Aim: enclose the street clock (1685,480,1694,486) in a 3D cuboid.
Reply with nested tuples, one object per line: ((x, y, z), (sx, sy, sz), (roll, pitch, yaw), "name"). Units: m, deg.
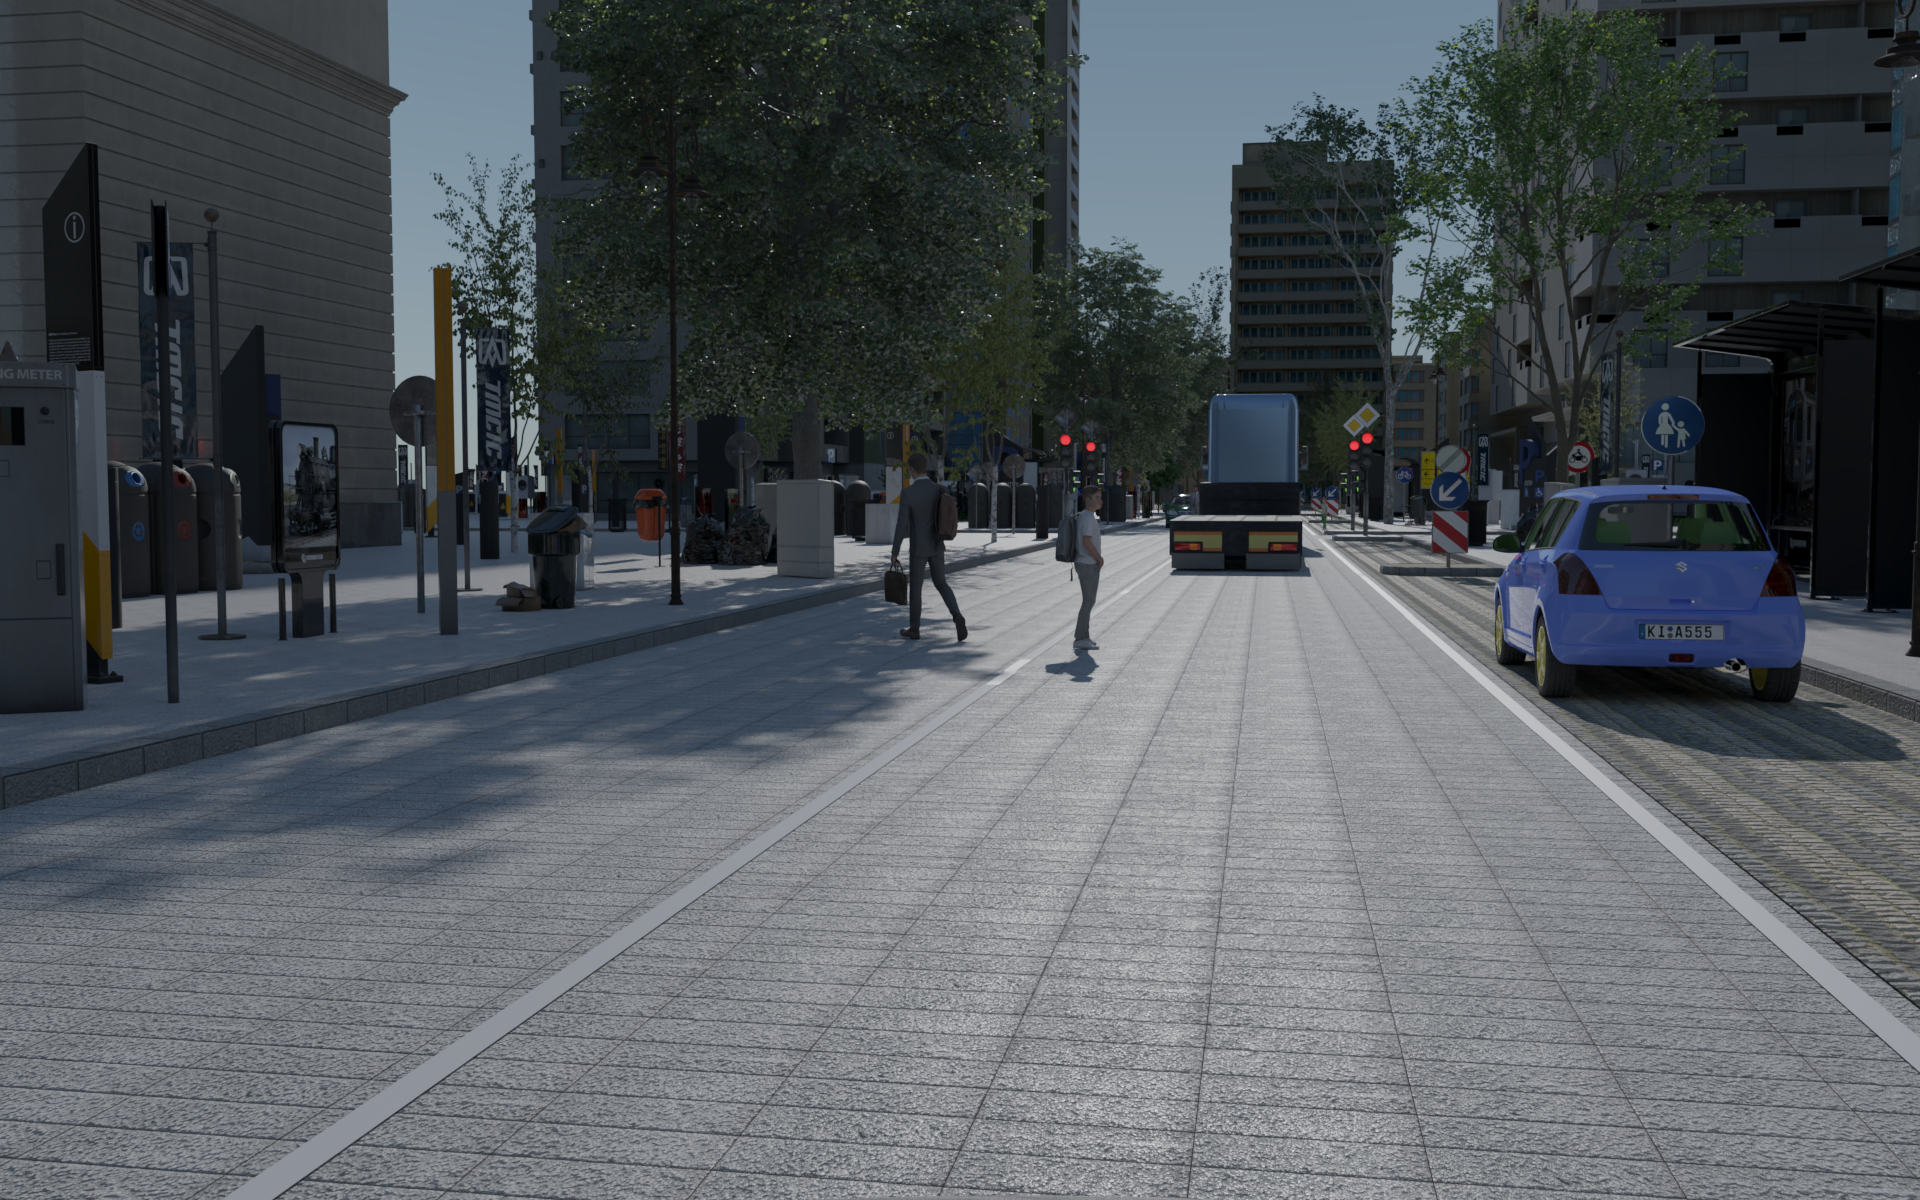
((37.959, -5.232, 90.111), (0.358, 2.002, 0.471), (-2, 4, -31), "street clock")

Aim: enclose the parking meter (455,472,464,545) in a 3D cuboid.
((-12.603, -2.321, 43.663), (0.399, 1.863, 0.255), (0, 4, -4), "parking meter")

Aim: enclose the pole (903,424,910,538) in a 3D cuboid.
((-1.570, -3.472, 50.603), (0.158, 3.312, 0.155), (0, 3, 0), "pole")

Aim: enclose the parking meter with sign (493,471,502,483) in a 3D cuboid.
((-27.769, -6.510, 102.699), (0.543, 3.016, 1.738), (1, 4, 9), "parking meter with sign")

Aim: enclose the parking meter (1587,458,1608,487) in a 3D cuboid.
((10.393, -1.380, 28.268), (0.255, 1.863, 0.399), (1, 4, 9), "parking meter")

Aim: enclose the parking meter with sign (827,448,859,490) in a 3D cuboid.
((-4.253, -4.313, 66.781), (1.738, 3.016, 0.543), (-3, 5, -39), "parking meter with sign")

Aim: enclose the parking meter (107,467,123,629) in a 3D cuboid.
((-8.210, -0.495, 16.508), (0.372, 1.533, 0.369), (0, 3, 0), "parking meter")

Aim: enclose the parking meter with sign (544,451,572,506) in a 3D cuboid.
((-16.035, -4.531, 70.339), (0.543, 3.016, 1.738), (2, 4, 33), "parking meter with sign")

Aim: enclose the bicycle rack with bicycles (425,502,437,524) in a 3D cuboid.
((-23.118, -3.742, 74.568), (2.852, 0.926, 2.925), (0, 4, 3), "bicycle rack with bicycles")

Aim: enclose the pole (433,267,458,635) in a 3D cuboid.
((-4.678, -1.340, 15.749), (0.158, 3.312, 0.155), (0, 3, 0), "pole")

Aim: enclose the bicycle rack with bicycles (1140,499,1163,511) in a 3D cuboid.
((14.087, -6.899, 126.175), (2.852, 0.926, 2.925), (2, 4, 29), "bicycle rack with bicycles")

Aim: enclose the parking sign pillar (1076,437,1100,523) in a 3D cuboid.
((5.549, -5.433, 77.294), (1.447, 3.967, 1.447), (2, 4, 28), "parking sign pillar")

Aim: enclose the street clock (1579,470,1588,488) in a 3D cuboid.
((15.111, -2.296, 42.105), (0.358, 2.002, 0.471), (1, 4, 15), "street clock")

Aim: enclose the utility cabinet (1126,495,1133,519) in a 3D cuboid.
((8.353, -4.737, 88.609), (1.020, 1.237, 0.306), (3, 5, 42), "utility cabinet")

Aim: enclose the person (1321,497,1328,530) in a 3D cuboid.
((14.528, -3.440, 69.000), (0.306, 1.304, 0.590), (2, 4, 31), "person")

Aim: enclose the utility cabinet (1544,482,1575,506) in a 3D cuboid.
((11.283, -1.463, 32.597), (0.318, 1.500, 1.173), (2, 4, 32), "utility cabinet")

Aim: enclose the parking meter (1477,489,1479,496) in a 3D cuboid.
((33.371, -6.435, 110.930), (0.399, 1.863, 0.255), (-1, 4, -11), "parking meter")

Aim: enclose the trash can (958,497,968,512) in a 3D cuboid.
((0.182, -4.695, 88.421), (0.748, 1.137, 0.748), (0, 3, 0), "trash can")

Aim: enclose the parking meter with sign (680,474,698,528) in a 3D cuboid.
((-9.819, -4.283, 66.286), (1.738, 3.016, 0.543), (-2, 4, -25), "parking meter with sign")

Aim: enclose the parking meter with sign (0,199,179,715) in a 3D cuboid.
((-5.589, -0.854, 10.221), (1.738, 3.016, 0.543), (-1, 4, -23), "parking meter with sign")

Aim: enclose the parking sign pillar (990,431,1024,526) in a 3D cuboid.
((1.904, -4.983, 69.947), (1.447, 3.967, 1.447), (1, 4, 12), "parking sign pillar")

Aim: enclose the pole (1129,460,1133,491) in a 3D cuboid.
((9.924, -6.524, 100.517), (0.158, 3.312, 0.155), (0, 3, 0), "pole")

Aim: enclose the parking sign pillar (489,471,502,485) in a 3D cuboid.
((-34.177, -8.466, 126.893), (1.447, 3.967, 1.447), (2, 4, 34), "parking sign pillar")

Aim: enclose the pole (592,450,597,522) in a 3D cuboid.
((-16.814, -5.248, 79.655), (0.158, 3.312, 0.155), (0, 3, 0), "pole")

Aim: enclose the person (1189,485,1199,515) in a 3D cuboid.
((9.652, -3.793, 70.791), (0.678, 1.792, 0.850), (2, 4, 26), "person")

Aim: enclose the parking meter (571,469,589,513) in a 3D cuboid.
((-9.002, -2.163, 41.075), (0.255, 1.863, 0.399), (2, 4, 25), "parking meter")

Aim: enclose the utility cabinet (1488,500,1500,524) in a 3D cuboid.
((22.723, -3.855, 74.188), (1.020, 1.237, 0.306), (-3, 5, -43), "utility cabinet")

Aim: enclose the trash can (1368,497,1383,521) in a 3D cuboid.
((21.956, -4.873, 91.319), (0.748, 1.137, 0.748), (0, 3, 0), "trash can")

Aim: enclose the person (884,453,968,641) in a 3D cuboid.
((-0.331, -0.517, 16.910), (0.622, 1.834, 0.822), (-3, 4, -38), "person")

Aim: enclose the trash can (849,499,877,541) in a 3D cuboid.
((-2.658, -2.188, 47.426), (0.748, 1.137, 0.748), (0, 3, 0), "trash can")

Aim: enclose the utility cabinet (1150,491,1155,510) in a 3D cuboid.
((14.890, -7.697, 134.528), (0.318, 1.500, 1.173), (1, 4, 12), "utility cabinet")

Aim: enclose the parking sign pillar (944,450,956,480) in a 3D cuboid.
((-0.574, -6.874, 100.855), (1.447, 3.967, 1.447), (1, 4, 12), "parking sign pillar")

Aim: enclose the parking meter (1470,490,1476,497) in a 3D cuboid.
((35.454, -6.812, 119.784), (0.372, 1.533, 0.369), (0, 3, 0), "parking meter")

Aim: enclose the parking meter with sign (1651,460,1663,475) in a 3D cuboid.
((35.428, -5.662, 88.831), (0.543, 3.016, 1.738), (0, 4, 2), "parking meter with sign")

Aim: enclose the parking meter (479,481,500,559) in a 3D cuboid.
((-9.275, -1.573, 34.122), (0.372, 1.533, 0.369), (0, 3, 0), "parking meter")

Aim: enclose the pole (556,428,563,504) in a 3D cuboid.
((-12.426, -3.665, 53.769), (0.158, 3.312, 0.155), (0, 3, 0), "pole")

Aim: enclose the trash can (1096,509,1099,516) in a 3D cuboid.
((8.112, -5.392, 99.810), (0.748, 1.137, 0.748), (0, 3, 0), "trash can")

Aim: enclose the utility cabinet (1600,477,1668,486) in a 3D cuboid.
((9.166, -0.910, 23.558), (1.173, 1.500, 0.318), (-2, 4, -35), "utility cabinet")

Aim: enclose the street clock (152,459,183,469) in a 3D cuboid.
((-13.667, -1.550, 29.911), (0.471, 2.002, 0.358), (1, 4, 19), "street clock")

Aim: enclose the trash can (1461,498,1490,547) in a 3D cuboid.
((12.610, -1.886, 42.482), (0.748, 1.137, 0.748), (0, 3, 0), "trash can")

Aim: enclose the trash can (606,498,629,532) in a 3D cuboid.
((-11.494, -2.841, 58.103), (0.748, 1.137, 0.748), (0, 3, 0), "trash can")

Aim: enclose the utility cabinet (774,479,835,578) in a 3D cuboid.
((-2.371, -1.098, 26.636), (0.318, 1.500, 1.173), (-3, 4, -38), "utility cabinet")

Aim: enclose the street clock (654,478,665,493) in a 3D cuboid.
((-13.813, -4.592, 79.655), (0.471, 2.002, 0.358), (1, 4, 23), "street clock")

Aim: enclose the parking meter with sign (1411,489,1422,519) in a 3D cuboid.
((24.093, -5.673, 89.011), (1.738, 3.016, 0.543), (2, 4, 33), "parking meter with sign")

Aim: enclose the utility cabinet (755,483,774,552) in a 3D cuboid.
((-3.460, -1.562, 34.214), (1.173, 1.500, 0.318), (1, 4, 20), "utility cabinet")

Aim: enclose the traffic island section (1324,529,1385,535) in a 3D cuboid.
((13.883, -2.376, 61.125), (2.009, 0.180, 2.903), (1, 4, 10), "traffic island section")

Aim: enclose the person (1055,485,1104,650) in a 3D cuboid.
((1.172, -0.302, 16.034), (0.523, 1.515, 0.503), (-3, 4, -38), "person")

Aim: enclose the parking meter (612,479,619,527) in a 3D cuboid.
((-13.441, -3.783, 67.558), (0.255, 1.863, 0.399), (-1, 4, -14), "parking meter")

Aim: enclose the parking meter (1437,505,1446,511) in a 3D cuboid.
((18.439, -3.542, 66.327), (0.372, 1.533, 0.369), (0, 3, 0), "parking meter")

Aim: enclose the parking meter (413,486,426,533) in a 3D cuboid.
((-17.631, -2.943, 56.528), (0.372, 1.533, 0.369), (0, 3, 0), "parking meter")

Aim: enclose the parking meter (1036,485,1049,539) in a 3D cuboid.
((2.374, -2.542, 49.973), (0.372, 1.533, 0.369), (0, 3, 0), "parking meter")
